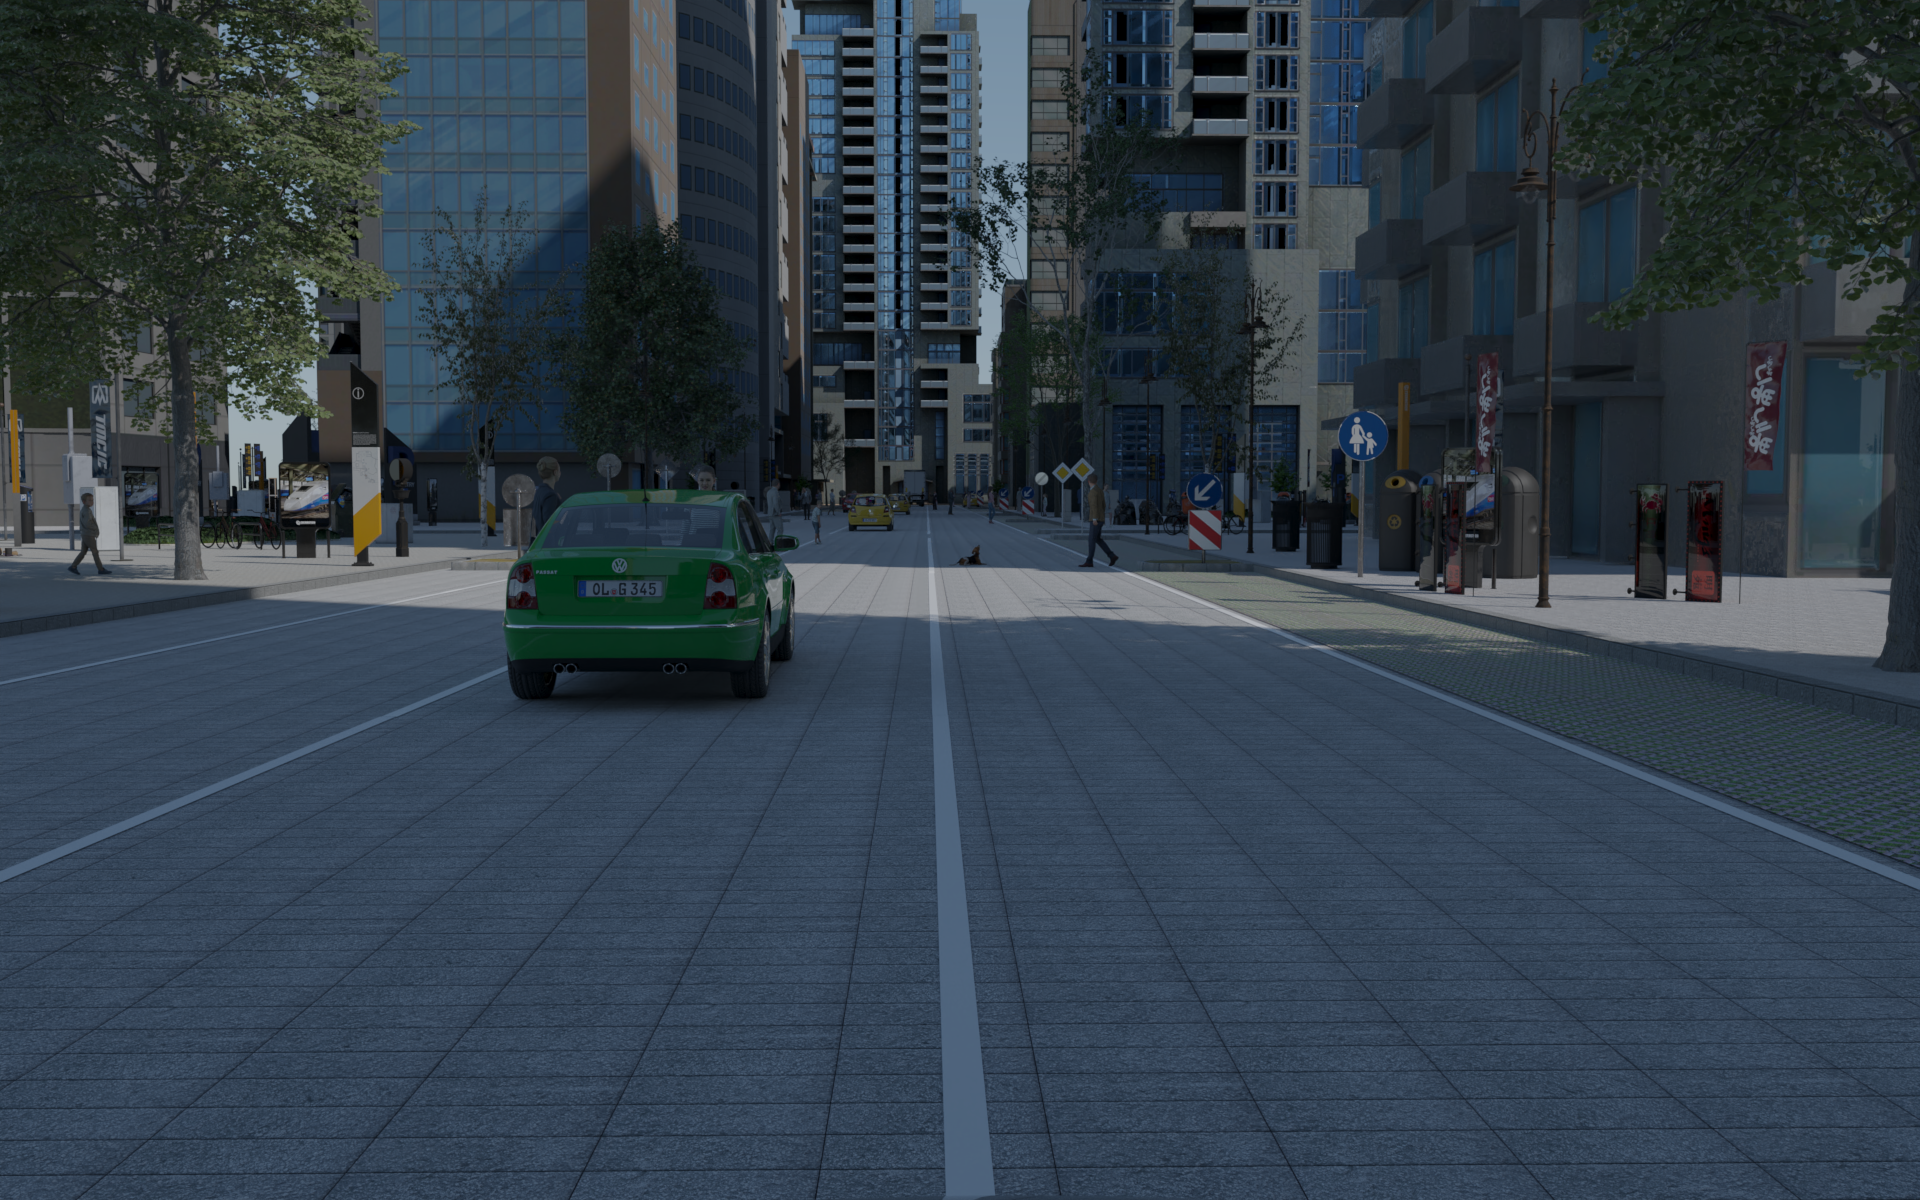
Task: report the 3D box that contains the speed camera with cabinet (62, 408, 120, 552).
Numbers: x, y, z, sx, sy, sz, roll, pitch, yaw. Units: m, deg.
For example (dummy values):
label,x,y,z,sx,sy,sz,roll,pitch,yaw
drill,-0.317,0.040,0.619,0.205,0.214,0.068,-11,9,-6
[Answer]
label,x,y,z,sx,sy,sz,roll,pitch,yaw
speed camera with cabinet,-19.750,-2.755,39.377,2.038,3.252,0.660,3,5,45

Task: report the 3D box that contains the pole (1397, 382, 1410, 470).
label,x,y,z,sx,sy,sz,roll,pitch,yaw
pole,8.119,-2.318,31.743,0.158,3.312,0.155,0,3,0

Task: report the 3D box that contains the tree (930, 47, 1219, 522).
label,x,y,z,sx,sy,sz,roll,pitch,yaw
tree,4.912,-13.489,76.430,12.611,20.169,13.585,0,3,0

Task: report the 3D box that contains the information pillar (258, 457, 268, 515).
label,x,y,z,sx,sy,sz,roll,pitch,yaw
information pillar,-43.287,-7.107,107.551,0.504,3.616,0.183,-1,4,-9

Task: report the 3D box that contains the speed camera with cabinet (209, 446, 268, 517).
label,x,y,z,sx,sy,sz,roll,pitch,yaw
speed camera with cabinet,-29.730,-4.703,71.237,2.038,3.252,0.660,-1,4,-14

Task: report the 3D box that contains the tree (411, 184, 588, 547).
label,x,y,z,sx,sy,sz,roll,pitch,yaw
tree,-11.499,-5.626,42.355,4.360,8.622,3.978,0,3,0

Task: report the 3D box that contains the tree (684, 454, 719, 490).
label,x,y,z,sx,sy,sz,roll,pitch,yaw
tree,-12.323,-5.405,82.981,1.663,3.219,1.824,0,3,0

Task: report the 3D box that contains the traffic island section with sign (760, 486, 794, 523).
label,x,y,z,sx,sy,sz,roll,pitch,yaw
traffic island section with sign,-9.618,-4.841,87.781,1.989,1.847,2.006,0,4,-1

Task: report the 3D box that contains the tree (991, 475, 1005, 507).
label,x,y,z,sx,sy,sz,roll,pitch,yaw
tree,3.765,-11.033,174.996,1.663,3.219,1.824,0,3,0

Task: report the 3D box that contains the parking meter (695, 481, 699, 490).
label,x,y,z,sx,sy,sz,roll,pitch,yaw
parking meter,-11.522,-4.336,76.611,0.399,1.863,0.255,0,4,2

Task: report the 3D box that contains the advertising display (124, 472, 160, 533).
label,x,y,z,sx,sy,sz,roll,pitch,yaw
advertising display,-24.478,-2.852,51.847,0.974,1.923,0.123,0,4,-6

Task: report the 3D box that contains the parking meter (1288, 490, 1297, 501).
label,x,y,z,sx,sy,sz,roll,pitch,yaw
parking meter,16.597,-4.759,86.214,0.372,1.533,0.369,0,3,0

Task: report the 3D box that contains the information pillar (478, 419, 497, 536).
label,x,y,z,sx,sy,sz,roll,pitch,yaw
information pillar,-14.289,-3.730,52.337,0.504,3.616,0.183,-1,4,-22

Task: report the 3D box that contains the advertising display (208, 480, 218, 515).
label,x,y,z,sx,sy,sz,roll,pitch,yaw
advertising display,-32.968,-4.358,76.474,0.123,1.923,0.974,0,4,-7

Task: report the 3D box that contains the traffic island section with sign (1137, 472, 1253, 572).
label,x,y,z,sx,sy,sz,roll,pitch,yaw
traffic island section with sign,4.372,-1.465,32.579,1.989,1.847,2.006,0,4,-1

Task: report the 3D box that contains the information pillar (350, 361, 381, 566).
label,x,y,z,sx,sy,sz,roll,pitch,yaw
information pillar,-10.532,-2.405,30.673,0.504,3.616,0.183,0,4,3

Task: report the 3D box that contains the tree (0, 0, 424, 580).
label,x,y,z,sx,sy,sz,roll,pitch,yaw
tree,-11.614,-6.546,25.147,7.486,12.596,7.792,0,3,0

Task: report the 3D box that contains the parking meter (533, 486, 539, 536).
label,x,y,z,sx,sy,sz,roll,pitch,yaw
parking meter,-12.750,-2.696,52.496,0.372,1.533,0.369,0,3,0

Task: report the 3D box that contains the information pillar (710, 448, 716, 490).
label,x,y,z,sx,sy,sz,roll,pitch,yaw
information pillar,-12.367,-5.836,86.778,0.183,3.616,0.504,-3,5,-41

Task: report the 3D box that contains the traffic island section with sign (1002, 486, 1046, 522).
label,x,y,z,sx,sy,sz,roll,pitch,yaw
traffic island section with sign,3.296,-4.840,87.763,1.989,1.847,2.006,0,4,-1

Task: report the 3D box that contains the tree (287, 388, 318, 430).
label,x,y,z,sx,sy,sz,roll,pitch,yaw
tree,-43.024,-10.223,117.512,4.737,8.622,4.395,0,3,0

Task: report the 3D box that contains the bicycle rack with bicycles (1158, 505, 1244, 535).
label,x,y,z,sx,sy,sz,roll,pitch,yaw
bicycle rack with bicycles,7.571,-2.535,54.822,2.925,0.926,2.852,-1,4,-8

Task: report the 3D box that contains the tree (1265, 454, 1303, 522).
label,x,y,z,sx,sy,sz,roll,pitch,yaw
tree,14.936,-5.275,80.850,1.663,3.219,1.824,0,3,0

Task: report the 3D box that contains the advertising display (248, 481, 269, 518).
label,x,y,z,sx,sy,sz,roll,pitch,yaw
advertising display,-34.109,-4.838,84.309,0.974,1.923,0.123,-2,4,-25

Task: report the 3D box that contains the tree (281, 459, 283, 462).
label,x,y,z,sx,sy,sz,roll,pitch,yaw
tree,-33.599,-6.510,90.148,4.285,4.588,4.351,0,3,0

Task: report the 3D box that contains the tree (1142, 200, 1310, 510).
label,x,y,z,sx,sy,sz,roll,pitch,yaw
tree,6.363,-5.697,43.505,4.360,8.622,3.978,0,3,0

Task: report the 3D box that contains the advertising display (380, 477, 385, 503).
label,x,y,z,sx,sy,sz,roll,pitch,yaw
advertising display,-22.419,-3.749,66.510,0.123,1.923,0.974,1,4,15

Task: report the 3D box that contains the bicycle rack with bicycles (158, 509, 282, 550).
label,x,y,z,sx,sy,sz,roll,pitch,yaw
bicycle rack with bicycles,-17.284,-1.635,40.118,2.852,0.926,2.925,-3,4,-37

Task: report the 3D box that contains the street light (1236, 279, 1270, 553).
label,x,y,z,sx,sy,sz,roll,pitch,yaw
street light,6.302,-3.953,37.415,0.468,5.910,1.993,0,4,-1

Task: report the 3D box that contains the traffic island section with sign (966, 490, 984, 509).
label,x,y,z,sx,sy,sz,roll,pitch,yaw
traffic island section with sign,1.801,-9.551,164.781,1.989,1.847,2.006,0,4,-1

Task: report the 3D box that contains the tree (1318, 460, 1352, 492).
label,x,y,z,sx,sy,sz,roll,pitch,yaw
tree,18.302,-5.514,84.760,1.663,3.219,1.824,0,3,0

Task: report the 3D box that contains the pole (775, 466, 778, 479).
label,x,y,z,sx,sy,sz,roll,pitch,yaw
pole,-13.115,-7.955,123.903,0.158,3.312,0.155,0,3,0

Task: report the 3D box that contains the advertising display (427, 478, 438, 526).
label,x,y,z,sx,sy,sz,roll,pitch,yaw
advertising display,-21.182,-3.933,69.515,0.123,1.923,0.974,0,4,1

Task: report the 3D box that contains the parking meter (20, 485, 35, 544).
label,x,y,z,sx,sy,sz,roll,pitch,yaw
parking meter,-24.125,-2.222,44.736,0.372,1.533,0.369,0,3,0

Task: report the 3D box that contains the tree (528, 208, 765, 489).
label,x,y,z,sx,sy,sz,roll,pitch,yaw
tree,-12.619,-9.356,69.985,9.611,12.733,9.660,0,3,0

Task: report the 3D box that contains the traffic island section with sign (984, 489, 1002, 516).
label,x,y,z,sx,sy,sz,roll,pitch,yaw
traffic island section with sign,2.771,-6.501,114.914,1.989,1.847,2.006,0,4,-1

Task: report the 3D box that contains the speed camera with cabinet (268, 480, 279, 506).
label,x,y,z,sx,sy,sz,roll,pitch,yaw
speed camera with cabinet,-42.100,-6.831,106.020,0.660,3.252,2.038,2,4,31

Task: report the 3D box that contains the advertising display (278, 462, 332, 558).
label,x,y,z,sx,sy,sz,roll,pitch,yaw
advertising display,-13.083,-1.798,34.619,0.974,1.923,0.123,-1,4,-15

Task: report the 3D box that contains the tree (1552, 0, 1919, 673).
label,x,y,z,sx,sy,sz,roll,pitch,yaw
tree,7.316,-5.769,12.451,7.486,12.596,7.792,0,3,0

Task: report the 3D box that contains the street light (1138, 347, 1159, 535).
label,x,y,z,sx,sy,sz,roll,pitch,yaw
street light,5.926,-5.005,54.622,0.468,5.910,1.993,0,4,-1

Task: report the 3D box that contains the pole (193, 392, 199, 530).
label,x,y,z,sx,sy,sz,roll,pitch,yaw
pole,-15.348,-2.493,34.607,0.158,3.312,0.155,0,3,0

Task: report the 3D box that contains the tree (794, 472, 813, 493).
label,x,y,z,sx,sy,sz,roll,pitch,yaw
tree,-13.372,-9.414,148.526,1.663,3.219,1.824,0,3,0

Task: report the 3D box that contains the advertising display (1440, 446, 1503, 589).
label,x,y,z,sx,sy,sz,roll,pitch,yaw
advertising display,6.991,-1.132,23.720,0.123,1.923,0.974,-2,4,-33

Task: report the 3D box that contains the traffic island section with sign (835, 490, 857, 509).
label,x,y,z,sx,sy,sz,roll,pitch,yaw
traffic island section with sign,-11.110,-9.536,164.541,1.989,1.847,2.006,0,4,-1

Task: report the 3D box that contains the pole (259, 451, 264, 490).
label,x,y,z,sx,sy,sz,roll,pitch,yaw
pole,-32.974,-5.378,81.773,0.158,3.312,0.155,0,3,0

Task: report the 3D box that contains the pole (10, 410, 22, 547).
label,x,y,z,sx,sy,sz,roll,pitch,yaw
pole,-22.931,-2.949,42.063,0.158,3.312,0.155,0,3,0

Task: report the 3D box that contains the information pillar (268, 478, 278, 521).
label,x,y,z,sx,sy,sz,roll,pitch,yaw
information pillar,-31.044,-4.514,78.299,0.304,2.012,0.304,0,4,-6

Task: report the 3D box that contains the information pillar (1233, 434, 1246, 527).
label,x,y,z,sx,sy,sz,roll,pitch,yaw
information pillar,10.913,-4.659,67.537,0.504,3.616,0.183,3,5,41

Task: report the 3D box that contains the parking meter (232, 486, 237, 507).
label,x,y,z,sx,sy,sz,roll,pitch,yaw
parking meter,-50.105,-6.970,119.666,0.255,1.863,0.399,0,4,-2

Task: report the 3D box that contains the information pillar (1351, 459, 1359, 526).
label,x,y,z,sx,sy,sz,roll,pitch,yaw
information pillar,16.005,-4.795,69.754,0.504,3.616,0.183,-1,4,-20

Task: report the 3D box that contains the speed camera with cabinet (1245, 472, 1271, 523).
label,x,y,z,sx,sy,sz,roll,pitch,yaw
speed camera with cabinet,13.146,-5.061,77.082,0.660,3.252,2.038,3,4,37

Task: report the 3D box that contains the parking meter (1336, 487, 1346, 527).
label,x,y,z,sx,sy,sz,roll,pitch,yaw
parking meter,14.700,-3.570,66.788,0.372,1.533,0.369,0,3,0

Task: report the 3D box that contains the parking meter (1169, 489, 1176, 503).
label,x,y,z,sx,sy,sz,roll,pitch,yaw
parking meter,11.101,-5.013,90.373,0.372,1.533,0.369,0,3,0

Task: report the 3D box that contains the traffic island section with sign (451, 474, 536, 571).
label,x,y,z,sx,sy,sz,roll,pitch,yaw
traffic island section with sign,-8.568,-1.514,33.389,1.989,1.847,2.006,0,4,-1

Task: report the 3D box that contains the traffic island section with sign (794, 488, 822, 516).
label,x,y,z,sx,sy,sz,roll,pitch,yaw
traffic island section with sign,-10.140,-6.490,114.731,1.989,1.847,2.006,0,4,-1

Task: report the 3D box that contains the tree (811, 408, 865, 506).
label,x,y,z,sx,sy,sz,roll,pitch,yaw
tree,-14.295,-15.394,186.105,8.767,10.594,7.601,0,4,1

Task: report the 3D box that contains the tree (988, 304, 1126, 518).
label,x,y,z,sx,sy,sz,roll,pitch,yaw
tree,5.316,-10.325,94.565,9.928,11.665,9.643,0,3,0
